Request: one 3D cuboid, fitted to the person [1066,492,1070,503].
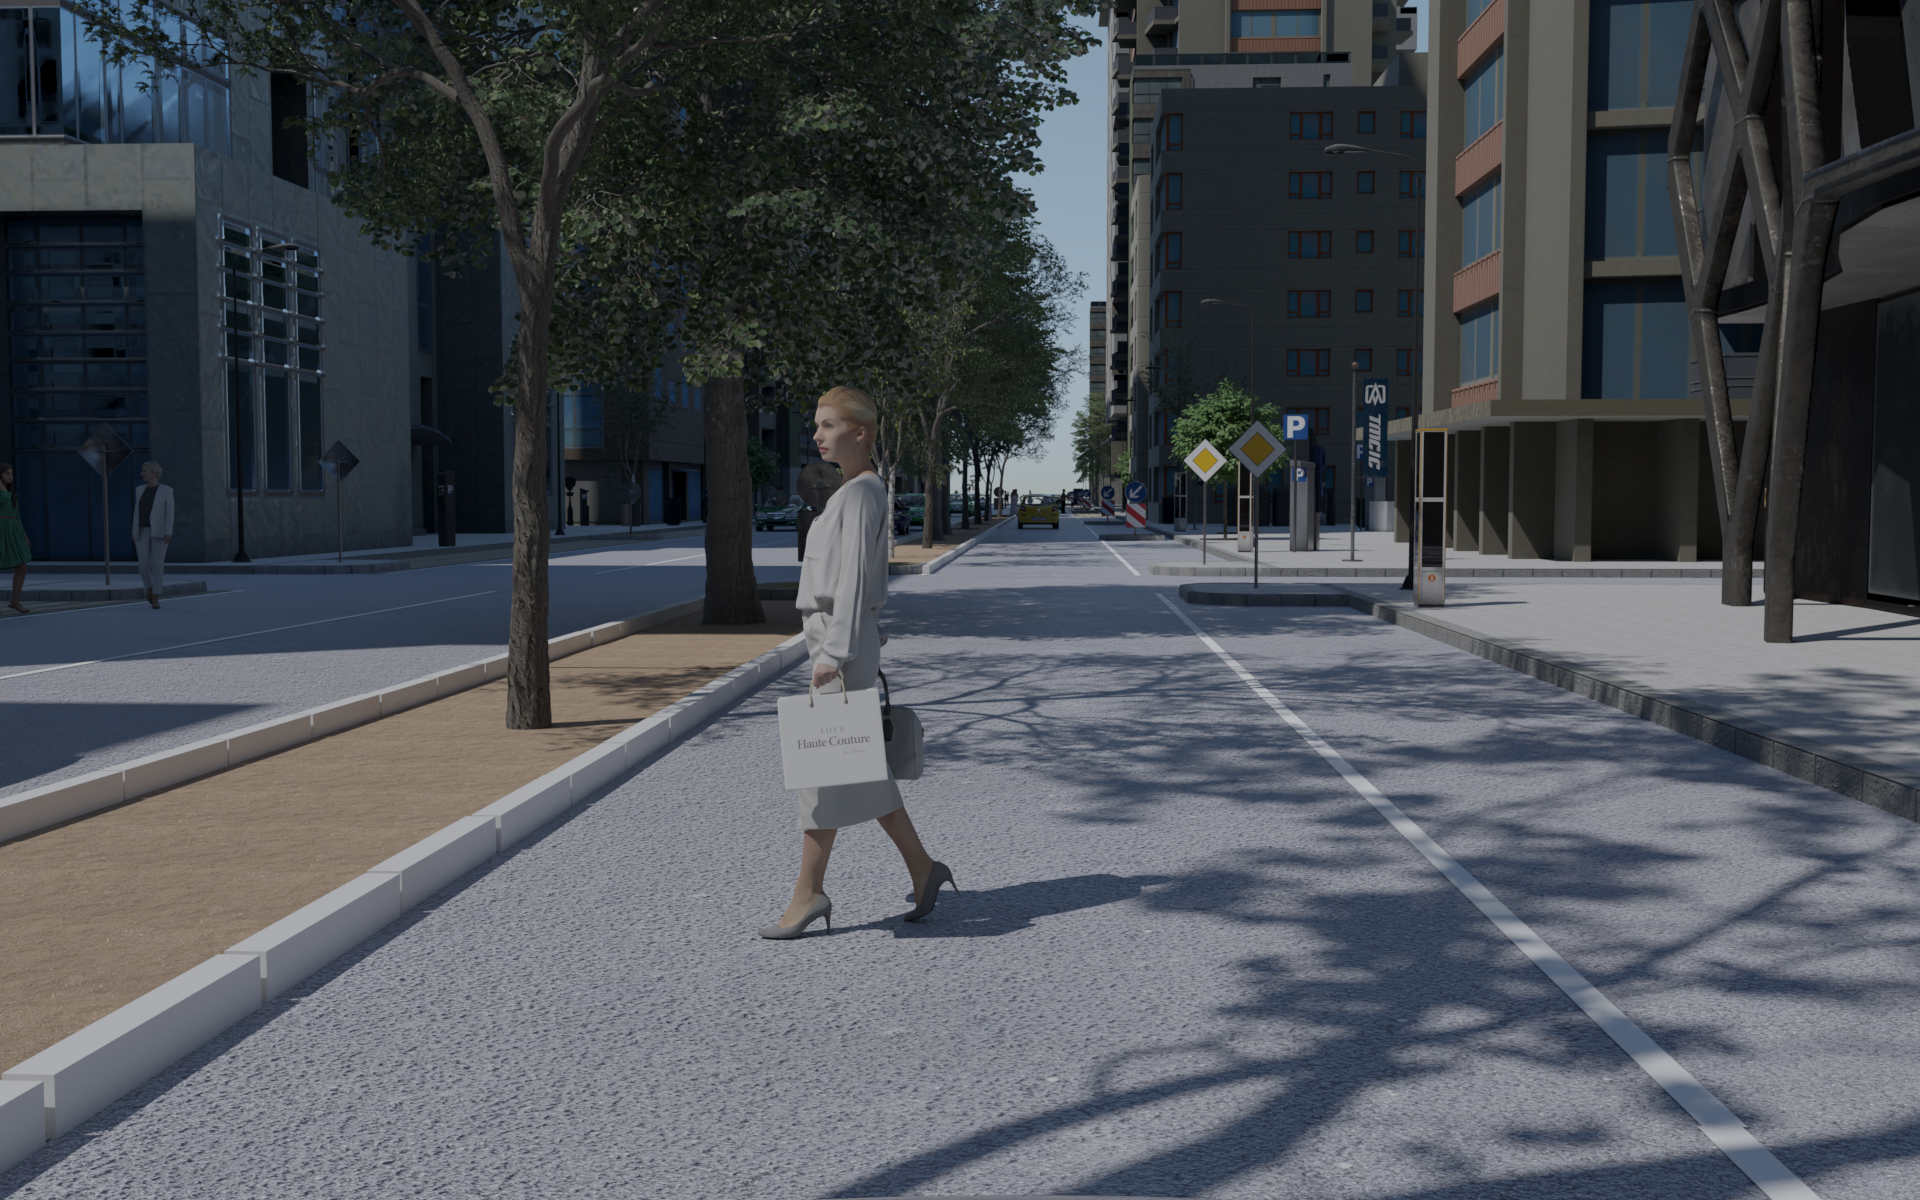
[{"bbox_3d":[15.297,-14.355,243.735,0.617,1.759,0.750,3,5,39],"label":"person"}]

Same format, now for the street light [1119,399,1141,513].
[{"bbox_3d":[8.700,-6.864,84.764,1.470,5.913,1.316,0,4,3],"label":"street light"}]

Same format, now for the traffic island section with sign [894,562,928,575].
[{"bbox_3d":[-1.639,-1.429,31.499,2.006,1.907,1.989,0,4,3],"label":"traffic island section with sign"}]

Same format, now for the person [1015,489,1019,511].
[{"bbox_3d":[4.051,-7.234,126.715,0.705,1.831,1.348,-1,4,-20],"label":"person"}]

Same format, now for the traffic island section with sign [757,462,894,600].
[{"bbox_3d":[-2.043,-0.977,24.103,2.006,1.907,1.989,0,4,3],"label":"traffic island section with sign"}]

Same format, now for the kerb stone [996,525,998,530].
[{"bbox_3d":[1.269,-2.696,66.281,0.120,0.150,1.000,0,4,3],"label":"kerb stone"}]

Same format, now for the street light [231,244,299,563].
[{"bbox_3d":[-12.944,-3.655,32.295,1.470,5.913,1.316,0,4,3],"label":"street light"}]

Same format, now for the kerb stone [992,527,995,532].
[{"bbox_3d":[1.105,-2.507,63.213,0.120,0.150,1.000,0,4,3],"label":"kerb stone"}]

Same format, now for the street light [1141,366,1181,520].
[{"bbox_3d":[7.419,-5.526,62.887,1.470,5.913,1.316,0,4,3],"label":"street light"}]

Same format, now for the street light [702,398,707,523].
[{"bbox_3d":[-10.628,-6.317,75.820,1.470,5.913,1.316,0,4,3],"label":"street light"}]

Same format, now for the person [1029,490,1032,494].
[{"bbox_3d":[6.702,-9.626,165.964,0.705,1.814,1.350,-3,5,-44],"label":"person"}]

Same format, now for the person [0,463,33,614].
[{"bbox_3d":[-11.365,-0.724,20.588,0.529,1.795,0.600,0,4,2],"label":"person"}]

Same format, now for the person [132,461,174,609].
[{"bbox_3d":[-10.181,-0.825,21.867,0.514,1.842,0.818,-1,4,-19],"label":"person"}]

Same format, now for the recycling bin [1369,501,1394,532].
[{"bbox_3d":[14.441,-2.845,59.070,0.722,1.027,0.722,-3,5,-44],"label":"recycling bin"}]

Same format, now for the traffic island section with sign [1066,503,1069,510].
[{"bbox_3d":[10.865,-9.103,157.459,1.989,1.847,2.006,0,4,3],"label":"traffic island section with sign"}]

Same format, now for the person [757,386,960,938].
[{"bbox_3d":[-0.326,0.197,5.633,0.624,1.780,0.694,0,4,7],"label":"person"}]

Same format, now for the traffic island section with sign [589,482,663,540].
[{"bbox_3d":[-10.424,-2.801,54.426,1.989,1.847,2.006,0,4,3],"label":"traffic island section with sign"}]

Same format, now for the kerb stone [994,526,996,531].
[{"bbox_3d":[1.156,-2.571,64.237,0.120,0.150,1.000,0,4,3],"label":"kerb stone"}]

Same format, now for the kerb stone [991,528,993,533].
[{"bbox_3d":[0.996,-2.382,61.170,0.120,0.150,1.000,0,4,3],"label":"kerb stone"}]

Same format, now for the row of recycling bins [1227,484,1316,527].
[{"bbox_3d":[12.392,-3.778,68.876,3.534,1.692,1.069,0,4,-4],"label":"row of recycling bins"}]

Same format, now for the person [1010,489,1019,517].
[{"bbox_3d":[3.413,-6.117,109.185,0.621,1.740,0.551,3,4,37],"label":"person"}]

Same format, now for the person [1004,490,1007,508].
[{"bbox_3d":[4.528,-10.140,174.309,0.705,1.822,1.348,0,4,-2],"label":"person"}]

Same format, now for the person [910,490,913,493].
[{"bbox_3d":[-3.764,-7.890,138.291,0.721,1.735,1.217,-3,4,-37],"label":"person"}]

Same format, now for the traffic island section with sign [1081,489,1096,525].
[{"bbox_3d":[6.790,-4.431,81.079,1.989,1.847,2.006,0,4,3],"label":"traffic island section with sign"}]

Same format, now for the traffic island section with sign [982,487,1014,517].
[{"bbox_3d":[2.356,-6.018,106.532,2.006,1.907,1.989,0,4,3],"label":"traffic island section with sign"}]

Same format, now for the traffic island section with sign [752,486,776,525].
[{"bbox_3d":[-8.983,-4.458,81.516,1.989,1.847,2.006,0,4,3],"label":"traffic island section with sign"}]

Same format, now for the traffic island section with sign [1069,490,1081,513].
[{"bbox_3d":[9.426,-7.457,130.542,1.989,1.847,2.006,0,4,3],"label":"traffic island section with sign"}]

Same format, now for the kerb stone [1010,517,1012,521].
[{"bbox_3d":[2.415,-4.011,87.781,0.120,0.150,1.000,0,4,3],"label":"kerb stone"}]

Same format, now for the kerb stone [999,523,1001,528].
[{"bbox_3d":[1.491,-2.946,70.376,0.120,0.150,1.000,0,4,3],"label":"kerb stone"}]

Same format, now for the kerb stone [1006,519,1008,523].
[{"bbox_3d":[2.027,-3.574,80.626,0.120,0.150,1.000,0,4,3],"label":"kerb stone"}]

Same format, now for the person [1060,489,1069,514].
[{"bbox_3d":[7.594,-7.196,126.165,0.705,1.823,1.348,-1,4,-22],"label":"person"}]

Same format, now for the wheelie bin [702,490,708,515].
[{"bbox_3d":[-11.191,-4.277,77.844,0.693,1.594,0.980,2,4,24],"label":"wheelie bin"}]

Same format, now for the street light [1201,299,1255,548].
[{"bbox_3d":[6.453,-4.214,41.434,1.470,5.913,1.316,0,4,3],"label":"street light"}]

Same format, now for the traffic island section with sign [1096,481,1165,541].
[{"bbox_3d":[5.341,-2.777,54.038,1.989,1.847,2.006,0,4,3],"label":"traffic island section with sign"}]

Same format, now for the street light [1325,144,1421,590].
[{"bbox_3d":[5.545,-3.095,23.151,1.470,5.913,1.316,0,4,3],"label":"street light"}]

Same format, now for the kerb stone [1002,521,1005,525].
[{"bbox_3d":[1.763,-3.260,75.503,0.120,0.150,1.000,0,4,3],"label":"kerb stone"}]

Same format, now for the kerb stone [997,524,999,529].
[{"bbox_3d":[1.381,-2.822,68.331,0.120,0.150,1.000,0,4,3],"label":"kerb stone"}]

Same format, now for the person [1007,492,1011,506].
[{"bbox_3d":[5.659,-12.112,207.360,0.721,1.723,1.217,3,5,42],"label":"person"}]

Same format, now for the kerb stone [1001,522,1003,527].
[{"bbox_3d":[1.646,-3.134,73.452,0.120,0.150,1.000,0,4,3],"label":"kerb stone"}]

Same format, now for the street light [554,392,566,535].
[{"bbox_3d":[-11.926,-4.967,53.746,1.470,5.913,1.316,0,4,3],"label":"street light"}]

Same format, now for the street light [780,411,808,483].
[{"bbox_3d":[-9.518,-7.628,97.266,1.470,5.913,1.316,0,4,3],"label":"street light"}]

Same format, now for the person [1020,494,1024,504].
[{"bbox_3d":[8.801,-14.272,245.029,0.628,1.438,0.799,3,5,39],"label":"person"}]

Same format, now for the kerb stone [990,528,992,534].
[{"bbox_3d":[0.948,-2.317,60.150,0.120,0.150,1.000,0,4,3],"label":"kerb stone"}]

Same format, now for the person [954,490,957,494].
[{"bbox_3d":[-0.332,-9.278,160.328,0.705,1.807,1.348,3,5,42],"label":"person"}]

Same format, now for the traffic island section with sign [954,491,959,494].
[{"bbox_3d":[-0.435,-14.251,241.638,1.989,1.847,2.006,0,4,3],"label":"traffic island section with sign"}]

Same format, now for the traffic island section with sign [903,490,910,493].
[{"bbox_3d":[-4.875,-9.165,158.480,1.989,1.847,2.006,0,4,3],"label":"traffic island section with sign"}]
